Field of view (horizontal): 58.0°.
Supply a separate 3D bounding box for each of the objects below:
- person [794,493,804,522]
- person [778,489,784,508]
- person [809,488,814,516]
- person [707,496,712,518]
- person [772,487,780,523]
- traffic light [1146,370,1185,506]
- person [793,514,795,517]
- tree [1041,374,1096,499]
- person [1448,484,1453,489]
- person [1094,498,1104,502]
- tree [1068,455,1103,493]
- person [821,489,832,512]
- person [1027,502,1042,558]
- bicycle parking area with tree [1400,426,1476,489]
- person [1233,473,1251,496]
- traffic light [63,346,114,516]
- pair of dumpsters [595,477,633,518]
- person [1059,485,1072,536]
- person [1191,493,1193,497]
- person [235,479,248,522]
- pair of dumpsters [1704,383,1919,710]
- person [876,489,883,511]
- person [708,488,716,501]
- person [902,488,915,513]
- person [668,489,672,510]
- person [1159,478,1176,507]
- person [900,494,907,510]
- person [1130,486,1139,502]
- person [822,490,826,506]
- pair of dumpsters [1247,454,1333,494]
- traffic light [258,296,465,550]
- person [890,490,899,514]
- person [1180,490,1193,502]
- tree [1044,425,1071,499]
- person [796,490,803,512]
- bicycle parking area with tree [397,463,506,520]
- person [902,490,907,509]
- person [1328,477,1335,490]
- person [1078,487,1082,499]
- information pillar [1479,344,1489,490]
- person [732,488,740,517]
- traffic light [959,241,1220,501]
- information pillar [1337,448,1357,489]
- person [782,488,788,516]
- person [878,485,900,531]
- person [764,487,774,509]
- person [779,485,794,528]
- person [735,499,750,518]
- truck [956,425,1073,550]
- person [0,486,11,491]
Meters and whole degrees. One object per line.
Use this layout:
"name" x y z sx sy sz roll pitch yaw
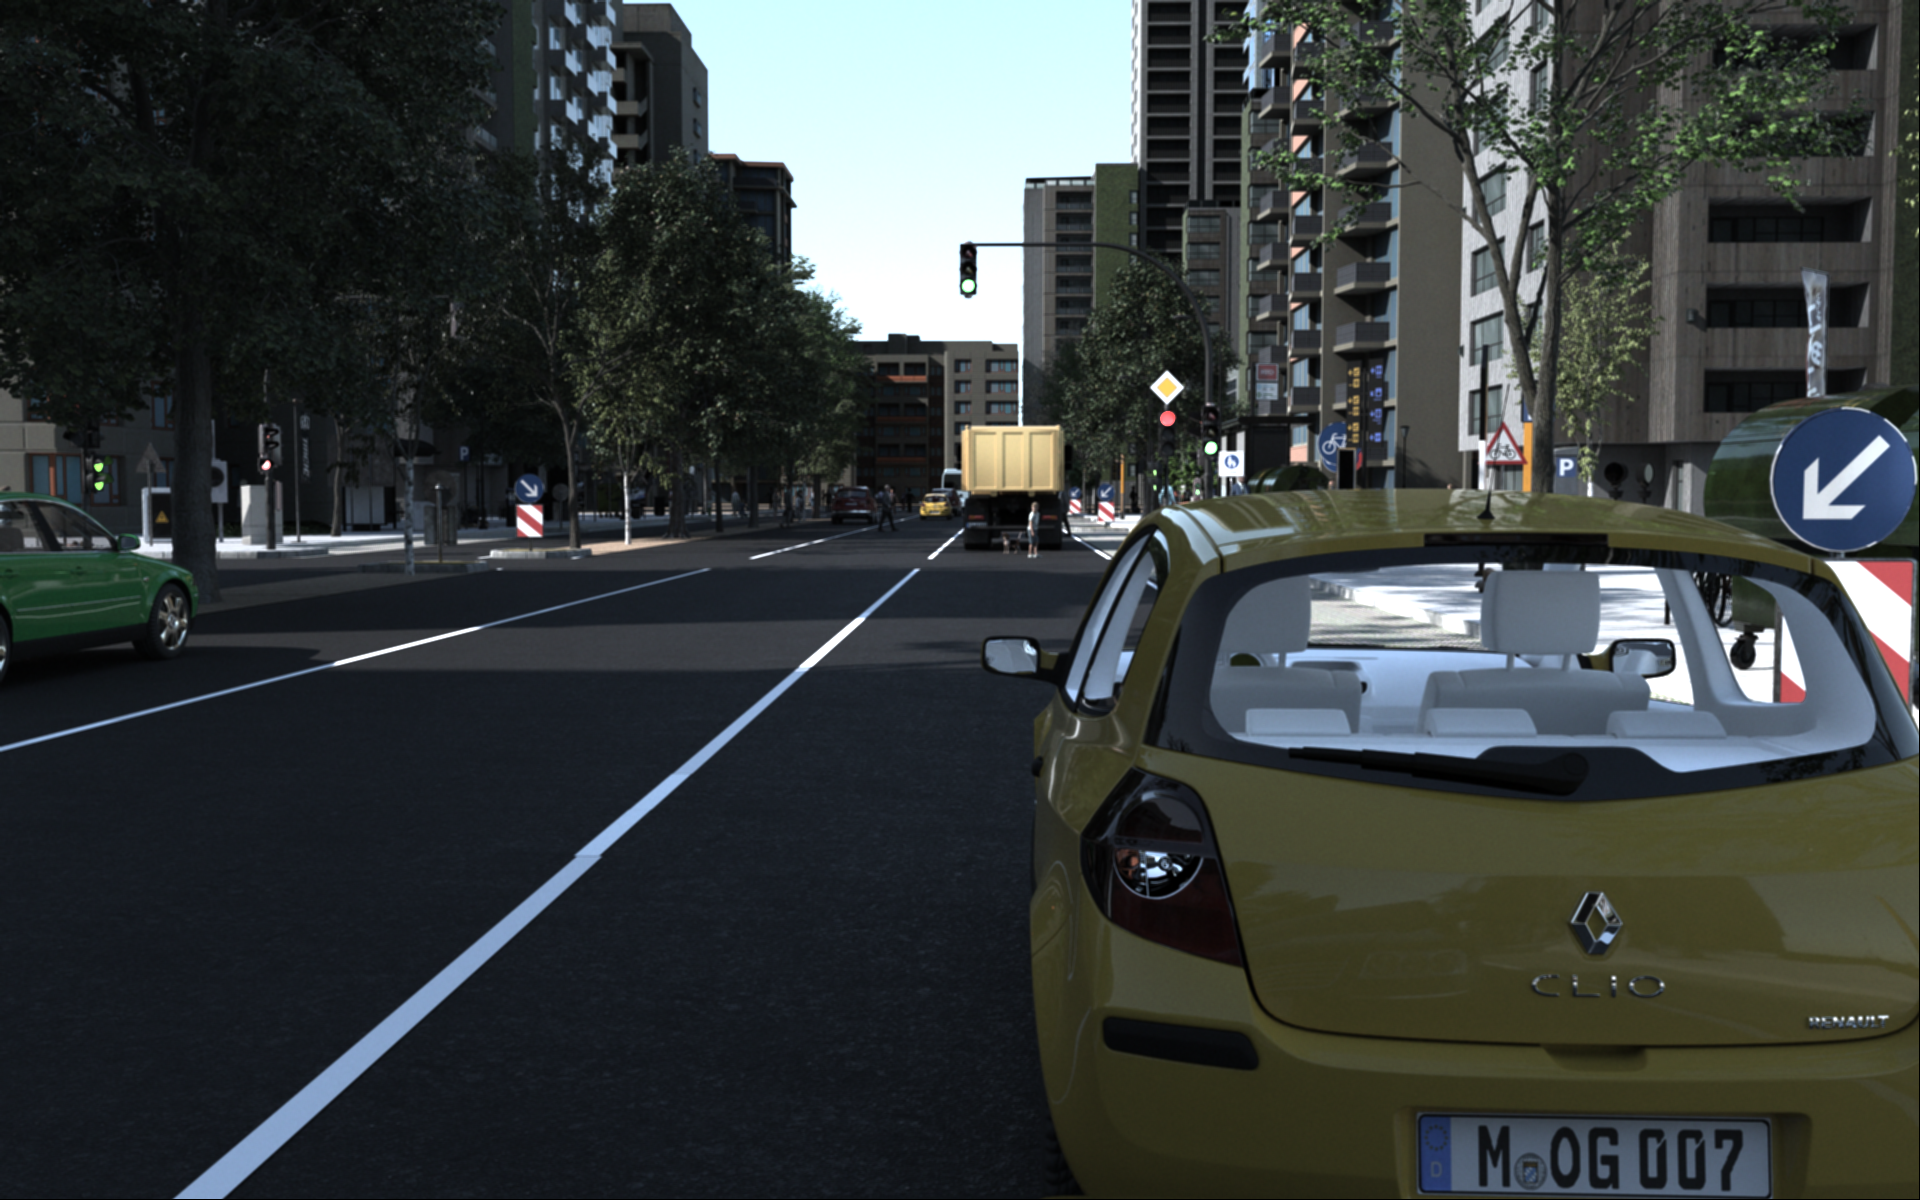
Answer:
"person" -8.082 -4.632 86.826 0.503 1.515 0.523 1 4 17
"person" -16.249 -9.187 156.977 0.721 1.735 1.217 1 4 18
"person" -9.619 -6.448 113.954 0.581 1.822 0.654 2 4 32
"person" -14.751 -5.466 102.121 0.306 1.304 0.590 0 4 1
"person" -9.096 -4.704 85.745 0.374 1.781 0.599 1 4 14
"traffic light" 4.669 -3.085 39.353 0.839 4.253 0.868 0 4 1
"person" -10.551 -6.016 107.140 0.850 1.792 0.678 -3 5 -43
"tree" 10.555 -14.796 160.035 7.486 12.596 7.792 0 3 0
"person" 23.483 -4.681 83.130 0.362 1.759 0.519 1 4 11
"person" 11.298 -8.060 137.831 1.348 1.822 0.705 3 4 37
"tree" 10.538 -9.947 146.340 4.285 4.588 4.351 0 3 0
"person" -10.648 -8.041 140.108 1.348 1.807 0.705 1 4 21
"person" 1.688 -1.582 39.058 0.332 1.250 0.352 -1 4 -20
"bicycle parking area with tree" 19.677 -5.117 70.668 9.016 4.147 8.231 0 4 -4
"person" 6.852 -2.211 42.372 0.721 1.800 0.419 -2 4 -29
"traffic light" -16.088 -2.627 31.873 0.839 4.253 0.868 0 4 1
"pair of dumpsters" -18.740 -5.630 94.543 1.574 2.255 4.437 0 4 2
"person" 3.422 -3.055 58.847 0.834 1.777 0.661 -1 4 -23
"person" 18.231 -7.925 135.631 0.705 1.823 1.348 1 4 9
"person" -24.814 -3.280 59.858 0.709 1.800 0.728 3 5 41
"pair of dumpsters" 6.212 -0.495 10.580 1.574 2.255 4.437 0 4 1
"person" -6.856 -8.593 148.868 0.709 1.838 0.599 -1 4 -21
"person" -21.994 -8.933 152.094 1.348 1.824 0.705 0 4 -3
"person" -3.788 -7.379 128.770 1.348 1.869 0.705 -3 5 -44
"person" -23.922 -8.309 142.825 0.436 1.711 0.756 0 4 -1
"person" 7.030 -3.261 59.229 0.748 1.841 0.638 -2 4 -34
"person" -5.080 -8.897 157.191 0.697 1.427 0.421 3 5 40
"person" 13.460 -7.853 134.067 0.705 1.869 1.348 3 4 36
"person" -14.102 -10.586 179.846 0.721 1.735 1.217 0 4 5
"pair of dumpsters" 8.299 -2.526 43.800 1.574 2.255 4.437 0 4 1
"traffic light" -13.792 -3.986 39.838 4.771 5.953 1.251 0 4 1
"person" -4.785 -6.943 122.577 0.990 1.755 0.434 1 4 14
"person" 16.318 -7.158 123.865 1.217 1.735 0.721 -1 4 -16
"tree" 10.935 -14.691 174.614 7.601 10.594 8.767 0 4 4
"person" -12.486 -7.722 135.555 0.445 1.727 0.742 2 4 24
"bicycle parking area with tree" -26.533 -6.023 85.471 8.231 4.147 9.016 0 4 8
"person" -5.189 -9.350 161.829 0.683 1.767 0.568 1 4 20
"person" 12.371 -3.196 58.202 0.836 1.842 0.656 1 4 9
"person" 9.144 -7.817 133.945 0.705 1.812 1.348 2 4 35
"information pillar" 8.128 -2.175 26.919 0.183 3.616 0.504 1 4 20
"person" -13.802 -5.968 106.298 0.478 1.798 0.641 2 4 34
"traffic light" 2.373 -3.463 31.282 4.771 5.953 1.251 0 4 1
"information pillar" 6.198 -1.426 27.802 0.304 2.012 0.304 1 4 15
"person" -10.569 -5.963 105.912 0.656 1.842 0.836 2 4 28
"person" -2.738 -3.527 66.570 0.834 1.777 0.661 0 3 0
"person" -16.122 -8.692 147.794 1.348 1.869 0.705 2 4 31
"person" -7.227 -3.950 73.208 0.853 1.813 0.709 -3 5 -44
"person" -13.045 -5.481 103.620 1.012 1.151 0.738 1 4 21
"truck" 1.488 -3.178 47.886 3.469 3.379 9.791 0 4 2
"person" -19.956 -1.586 36.237 0.330 1.601 0.589 -1 4 -22
